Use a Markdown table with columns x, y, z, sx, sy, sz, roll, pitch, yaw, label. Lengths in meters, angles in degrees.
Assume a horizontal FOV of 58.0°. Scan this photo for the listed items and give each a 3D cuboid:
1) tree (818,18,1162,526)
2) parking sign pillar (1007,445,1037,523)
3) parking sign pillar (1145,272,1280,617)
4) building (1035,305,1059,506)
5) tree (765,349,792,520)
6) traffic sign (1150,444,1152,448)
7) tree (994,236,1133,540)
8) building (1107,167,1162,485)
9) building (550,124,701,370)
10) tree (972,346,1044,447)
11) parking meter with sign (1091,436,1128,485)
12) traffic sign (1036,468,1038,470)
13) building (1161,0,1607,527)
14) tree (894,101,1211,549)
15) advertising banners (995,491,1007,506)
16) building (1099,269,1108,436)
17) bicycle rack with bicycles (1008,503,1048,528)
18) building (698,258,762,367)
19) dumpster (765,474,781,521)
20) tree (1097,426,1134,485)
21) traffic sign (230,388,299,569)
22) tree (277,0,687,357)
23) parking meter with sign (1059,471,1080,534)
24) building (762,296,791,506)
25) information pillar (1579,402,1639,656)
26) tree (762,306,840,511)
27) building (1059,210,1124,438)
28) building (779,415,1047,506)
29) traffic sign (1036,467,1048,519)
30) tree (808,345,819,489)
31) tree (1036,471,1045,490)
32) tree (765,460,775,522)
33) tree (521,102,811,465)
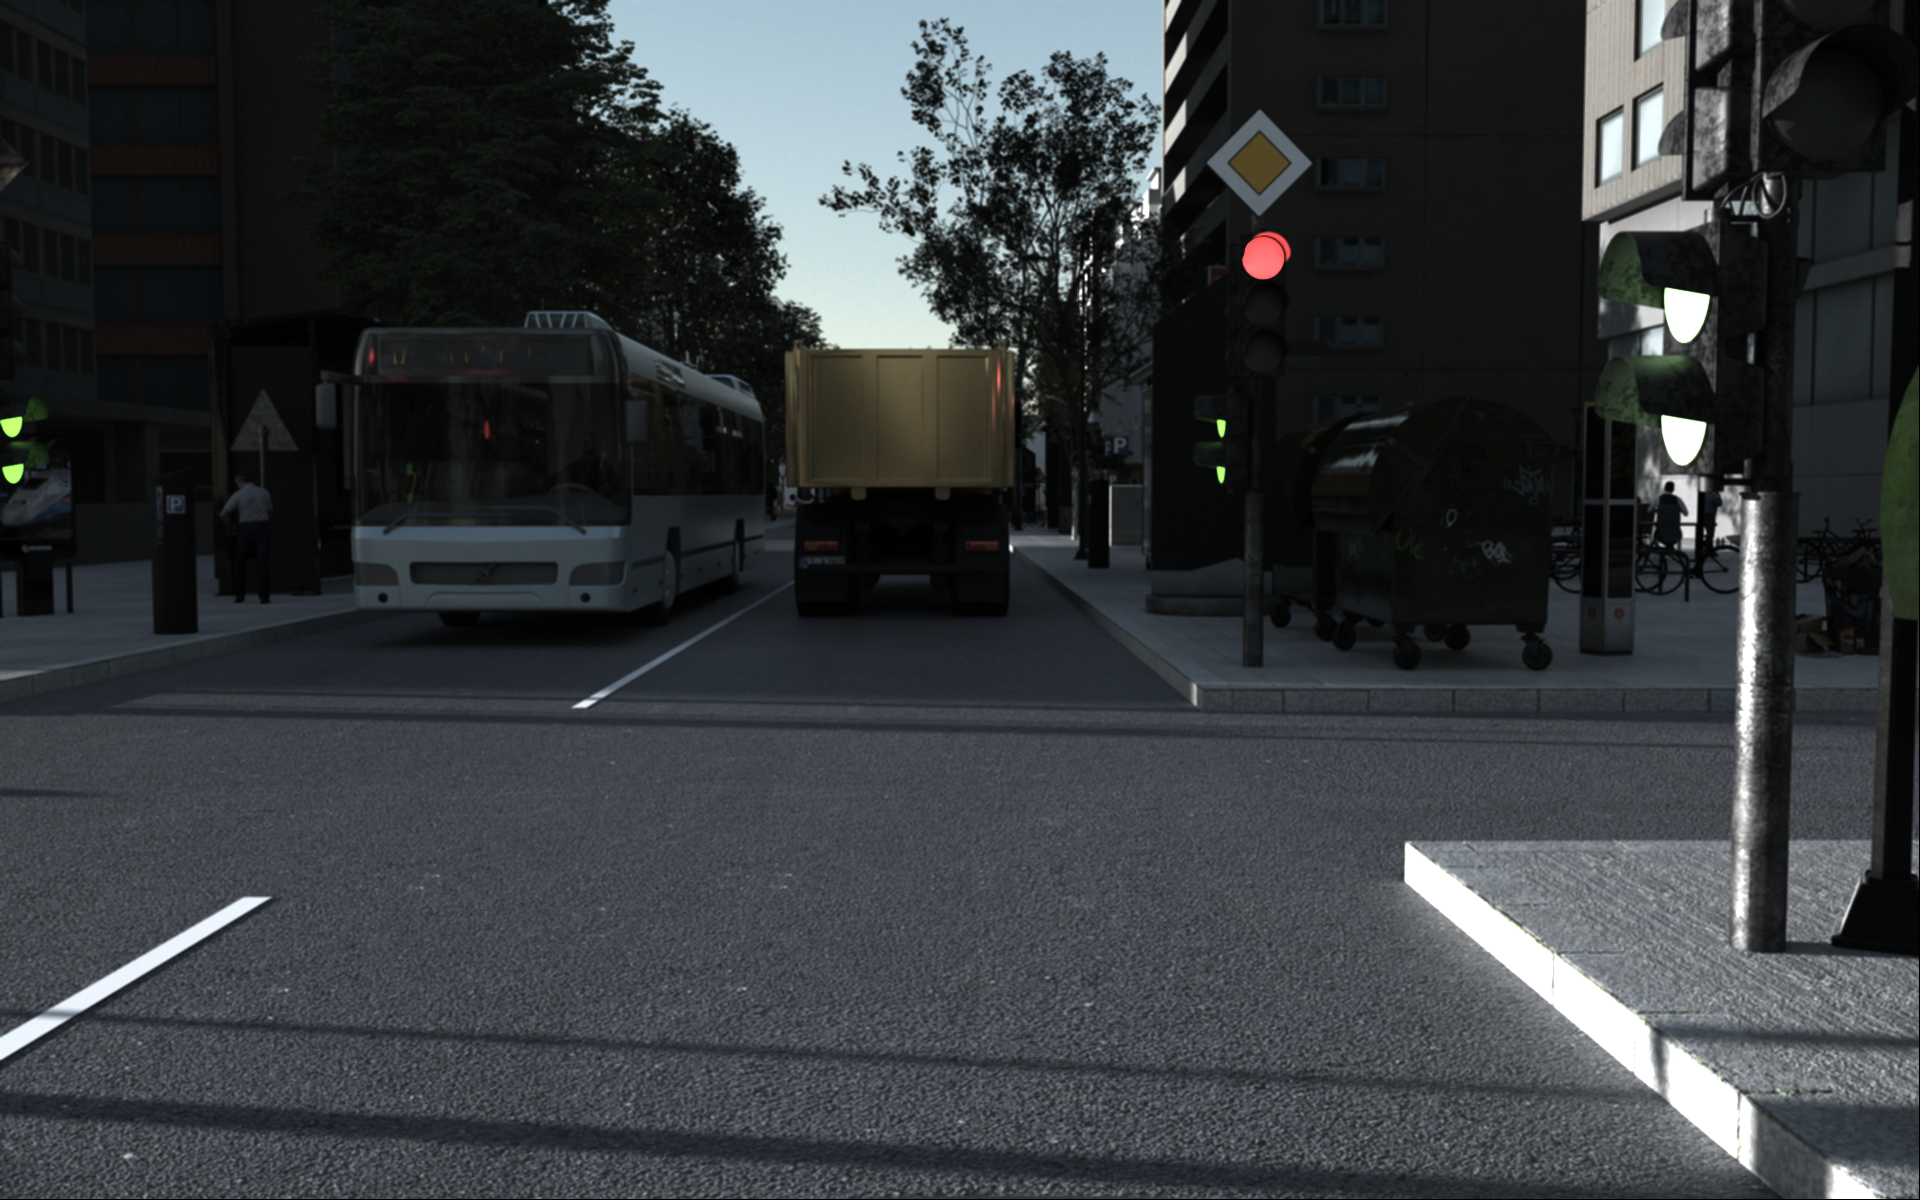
| x | y | z | sx | sy | sz | roll | pitch | yaw | label |
| --- | --- | --- | --- | --- | --- | --- | --- | --- | --- |
| 1.096 | -13.122 | 70.434 | 12.611 | 20.169 | 13.585 | 0 | 3 | 0 | tree |
| 2.778 | -5.491 | 78.243 | 1.447 | 3.967 | 1.447 | 0 | 4 | -3 | parking sign pillar |
| 2.734 | -1.847 | 18.677 | 1.447 | 3.967 | 1.447 | 1 | 4 | 10 | parking sign pillar |
| 25.382 | -21.414 | 194.096 | 32.646 | 21.610 | 27.936 | 0 | 4 | -1 | building |
| -8.883 | -8.344 | 86.781 | 4.737 | 8.622 | 4.395 | 0 | 3 | 0 | tree |
| 2.629 | -1.221 | 19.964 | 0.884 | 2.594 | 0.081 | 0 | 4 | 1 | traffic sign |
| 3.050 | -6.003 | 48.512 | 4.737 | 8.622 | 4.395 | 0 | 3 | 0 | tree |
| 17.743 | -15.279 | 106.236 | 16.016 | 20.091 | 11.380 | 0 | 4 | -1 | building |
| -31.724 | -15.907 | 104.052 | 27.936 | 21.610 | 32.646 | 0 | 4 | -1 | building |
| 1.875 | -14.186 | 142.307 | 12.009 | 13.543 | 11.850 | 0 | 3 | 0 | tree |
| 4.573 | -3.465 | 52.907 | 0.543 | 3.016 | 1.738 | -1 | 4 | -15 | parking meter with sign |
| 3.616 | -5.141 | 84.166 | 0.768 | 2.556 | 0.104 | 0 | 4 | 2 | traffic sign |
| 20.850 | -27.663 | 75.991 | 21.300 | 48.544 | 21.600 | 0 | 4 | -1 | building |
| 2.941 | -6.507 | 40.810 | 8.767 | 10.594 | 7.601 | -1 | 4 | -15 | tree |
| 2.213 | -5.325 | 83.254 | 2.074 | 3.025 | 0.090 | -2 | 4 | -34 | advertising banners |
| 17.700 | -16.011 | 118.204 | 16.016 | 20.091 | 11.380 | 0 | 4 | -1 | building |
| 2.675 | -3.252 | 66.549 | 2.852 | 0.926 | 2.925 | -1 | 4 | -14 | bicycle rack with bicycles |
| -22.830 | -17.774 | 147.024 | 11.380 | 20.091 | 16.016 | 0 | 4 | -1 | building |
| -9.365 | -4.902 | 82.642 | 1.502 | 2.255 | 1.985 | 0 | 4 | 0 | dumpster |
| 6.597 | -6.090 | 83.281 | 4.285 | 4.588 | 4.351 | 0 | 3 | 0 | tree |
| -8.566 | -1.304 | 21.318 | 0.884 | 2.594 | 0.081 | 0 | 4 | 6 | traffic sign |
| -8.971 | -7.012 | 32.778 | 7.486 | 12.596 | 7.792 | 0 | 3 | 0 | tree |
| 4.043 | -3.620 | 55.454 | 1.738 | 3.016 | 0.543 | -1 | 4 | -22 | parking meter with sign |
| -35.324 | -21.338 | 192.853 | 32.646 | 21.610 | 27.936 | 0 | 4 | -1 | building |
| 5.186 | -0.572 | 13.839 | 0.304 | 2.012 | 0.304 | -1 | 4 | -18 | information pillar |
| -10.141 | -11.439 | 105.159 | 7.486 | 12.596 | 7.792 | 0 | 3 | 0 | tree |
| 23.293 | -18.117 | 140.186 | 27.936 | 21.610 | 32.646 | 0 | 4 | -1 | building |
| -4.870 | -14.773 | 183.681 | 28.070 | 9.664 | 9.099 | 0 | 4 | -1 | building |
| 3.757 | -5.051 | 82.582 | 0.884 | 2.594 | 0.081 | 0 | 4 | 3 | traffic sign |
| -9.739 | -11.673 | 116.613 | 9.928 | 11.665 | 9.643 | 0 | 3 | 0 | tree |
| 2.908 | -5.280 | 80.925 | 1.663 | 3.219 | 1.824 | 0 | 3 | 0 | tree |
| -9.558 | -5.190 | 79.456 | 1.663 | 3.219 | 1.824 | 0 | 3 | 0 | tree |
| -8.539 | -8.199 | 51.058 | 9.611 | 12.733 | 9.660 | 0 | 3 | 0 | tree |
